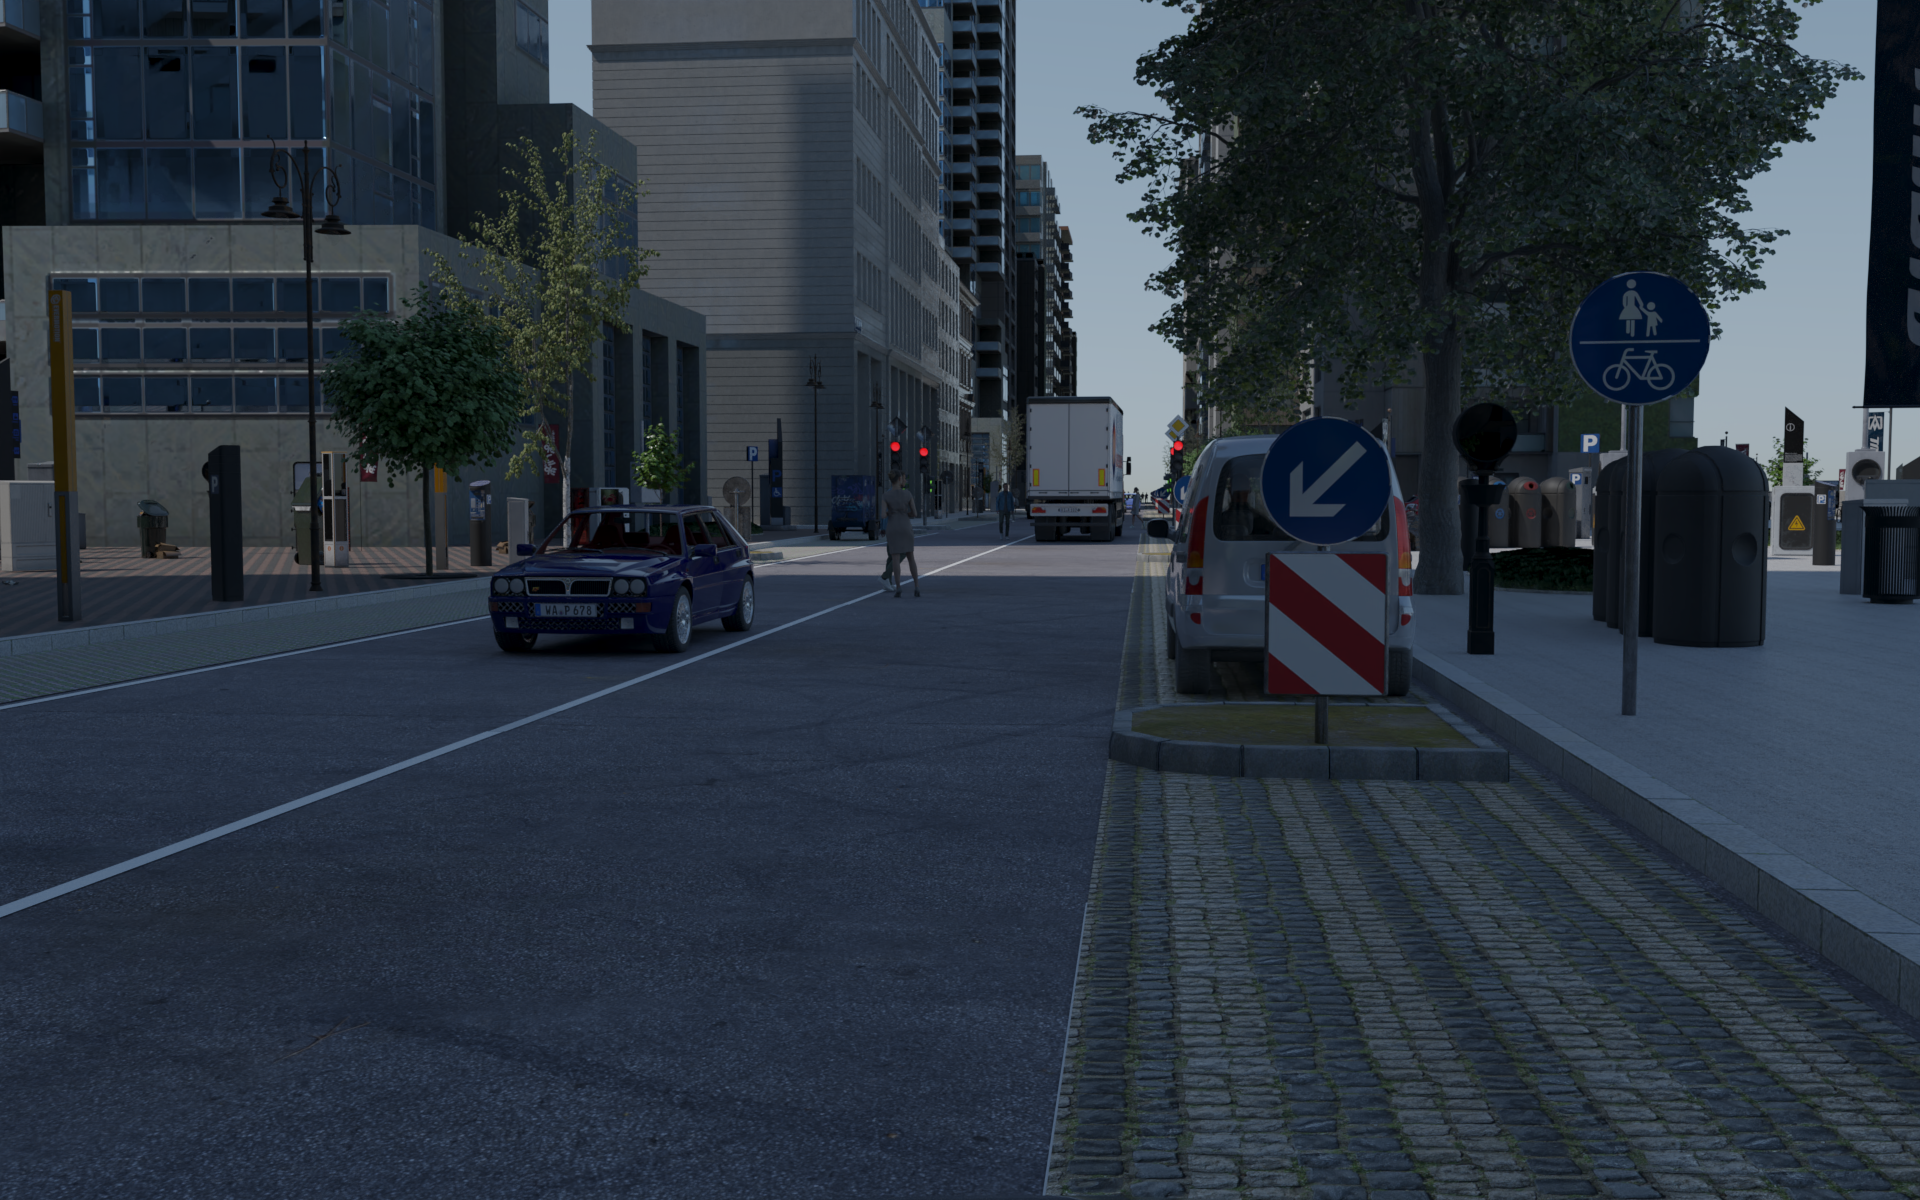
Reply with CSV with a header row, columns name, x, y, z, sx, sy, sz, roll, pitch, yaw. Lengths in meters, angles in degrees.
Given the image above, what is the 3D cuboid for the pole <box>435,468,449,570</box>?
name,x,y,z,sx,sy,sz,roll,pitch,yaw
pole,-8.773,-2.166,29.254,0.158,3.312,0.155,0,3,0

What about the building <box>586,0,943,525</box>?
name,x,y,z,sx,sy,sz,roll,pitch,yaw
building,-8.133,-18.861,85.865,11.434,29.767,29.804,0,4,6

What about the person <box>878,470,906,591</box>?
name,x,y,z,sx,sy,sz,roll,pitch,yaw
person,-1.002,-1.014,25.416,0.444,1.785,0.601,-1,4,-10

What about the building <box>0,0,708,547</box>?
name,x,y,z,sx,sy,sz,roll,pitch,yaw
building,-25.774,-45.152,50.908,31.000,86.520,22.319,0,4,6

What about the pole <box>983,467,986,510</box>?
name,x,y,z,sx,sy,sz,roll,pitch,yaw
pole,1.854,-8.488,132.619,0.158,3.312,0.155,0,3,0

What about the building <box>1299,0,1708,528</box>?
name,x,y,z,sx,sy,sz,roll,pitch,yaw
building,21.974,-23.781,72.421,14.086,41.232,14.154,0,4,6

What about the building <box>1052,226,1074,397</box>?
name,x,y,z,sx,sy,sz,roll,pitch,yaw
building,6.585,-37.955,275.184,22.147,44.769,28.867,0,4,6

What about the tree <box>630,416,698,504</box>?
name,x,y,z,sx,sy,sz,roll,pitch,yaw
tree,-7.252,-2.941,42.684,1.663,3.219,1.824,0,3,0

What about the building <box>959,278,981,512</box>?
name,x,y,z,sx,sy,sz,roll,pitch,yaw
building,-4.645,-16.072,127.410,10.561,19.102,19.286,0,4,6

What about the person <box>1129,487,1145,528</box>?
name,x,y,z,sx,sy,sz,roll,pitch,yaw
person,7.459,-3.903,73.059,0.760,1.731,0.466,-2,4,-35

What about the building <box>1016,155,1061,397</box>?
name,x,y,z,sx,sy,sz,roll,pitch,yaw
building,2.749,-38.292,245.689,23.786,49.044,30.456,0,4,6

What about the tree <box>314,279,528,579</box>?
name,x,y,z,sx,sy,sz,roll,pitch,yaw
tree,-8.214,-2.629,26.691,4.285,4.588,4.351,0,3,0

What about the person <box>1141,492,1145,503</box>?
name,x,y,z,sx,sy,sz,roll,pitch,yaw
person,28.921,-16.158,273.210,0.750,1.759,0.617,-3,5,-44

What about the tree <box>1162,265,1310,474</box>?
name,x,y,z,sx,sy,sz,roll,pitch,yaw
tree,9.239,-6.400,54.995,4.737,8.622,4.395,0,3,0

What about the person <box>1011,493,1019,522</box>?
name,x,y,z,sx,sy,sz,roll,pitch,yaw
person,2.712,-4.732,88.458,0.523,1.515,0.503,-3,5,-43

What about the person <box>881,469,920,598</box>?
name,x,y,z,sx,sy,sz,roll,pitch,yaw
person,-0.826,-0.929,24.035,0.599,1.781,0.374,-1,4,-15

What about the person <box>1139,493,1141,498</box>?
name,x,y,z,sx,sy,sz,roll,pitch,yaw
person,28.766,-16.539,278.935,0.705,1.821,1.348,3,5,39

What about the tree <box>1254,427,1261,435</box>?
name,x,y,z,sx,sy,sz,roll,pitch,yaw
tree,8.578,-3.394,50.099,1.663,3.219,1.824,0,3,0

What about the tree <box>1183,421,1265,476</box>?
name,x,y,z,sx,sy,sz,roll,pitch,yaw
tree,12.284,-5.680,76.583,4.285,4.588,4.351,0,3,0

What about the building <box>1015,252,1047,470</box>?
name,x,y,z,sx,sy,sz,roll,pitch,yaw
building,2.854,-26.507,205.091,14.160,30.474,14.107,0,4,6

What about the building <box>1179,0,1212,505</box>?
name,x,y,z,sx,sy,sz,roll,pitch,yaw
building,36.907,-54.269,199.964,22.319,86.520,31.000,0,4,6

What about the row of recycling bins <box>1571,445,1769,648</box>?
name,x,y,z,sx,sy,sz,roll,pitch,yaw
row of recycling bins,6.588,-0.550,16.104,1.069,1.692,3.534,1,4,10

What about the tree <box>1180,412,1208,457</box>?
name,x,y,z,sx,sy,sz,roll,pitch,yaw
tree,20.985,-12.455,153.999,4.360,8.622,3.978,0,3,0

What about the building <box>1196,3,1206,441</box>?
name,x,y,z,sx,sy,sz,roll,pitch,yaw
building,41.050,-48.924,238.164,20.563,71.187,20.611,0,4,6

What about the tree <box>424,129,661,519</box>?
name,x,y,z,sx,sy,sz,roll,pitch,yaw
tree,-8.098,-5.144,34.466,4.737,8.622,4.395,0,3,0

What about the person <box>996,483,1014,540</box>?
name,x,y,z,sx,sy,sz,roll,pitch,yaw
person,1.409,-2.776,54.235,0.601,1.785,0.444,0,4,-5

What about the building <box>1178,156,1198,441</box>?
name,x,y,z,sx,sy,sz,roll,pitch,yaw
building,47.588,-41.174,262.431,28.713,52.752,27.495,0,4,6

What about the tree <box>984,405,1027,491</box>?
name,x,y,z,sx,sy,sz,roll,pitch,yaw
tree,3.984,-11.795,143.212,4.360,8.622,3.978,0,3,0

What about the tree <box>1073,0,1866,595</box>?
name,x,y,z,sx,sy,sz,roll,pitch,yaw
tree,6.275,-7.048,21.898,9.857,13.997,8.962,0,3,0

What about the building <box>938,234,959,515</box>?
name,x,y,z,sx,sy,sz,roll,pitch,yaw
building,-6.112,-15.572,109.359,10.420,20.320,16.860,0,4,6

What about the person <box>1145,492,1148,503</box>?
name,x,y,z,sx,sy,sz,roll,pitch,yaw
person,28.644,-15.685,265.864,0.541,1.710,0.530,1,4,20

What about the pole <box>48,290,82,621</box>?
name,x,y,z,sx,sy,sz,roll,pitch,yaw
pole,-9.022,-1.444,17.457,0.158,3.312,0.155,0,3,0

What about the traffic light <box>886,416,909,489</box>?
name,x,y,z,sx,sy,sz,roll,pitch,yaw
traffic light,-2.265,-4.489,62.321,0.839,4.253,0.868,0,4,6

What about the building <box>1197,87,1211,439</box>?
name,x,y,z,sx,sy,sz,roll,pitch,yaw
building,34.908,-33.692,170.475,23.786,49.044,30.456,0,4,6

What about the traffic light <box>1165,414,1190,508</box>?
name,x,y,z,sx,sy,sz,roll,pitch,yaw
traffic light,7.690,-4.425,61.269,0.839,4.253,0.868,0,4,6

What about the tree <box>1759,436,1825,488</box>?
name,x,y,z,sx,sy,sz,roll,pitch,yaw
tree,23.810,-3.372,49.732,1.663,3.219,1.824,0,3,0

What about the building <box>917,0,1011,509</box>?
name,x,y,z,sx,sy,sz,roll,pitch,yaw
building,-5.946,-51.849,160.397,22.319,86.520,31.000,0,4,6

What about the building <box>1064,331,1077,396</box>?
name,x,y,z,sx,sy,sz,roll,pitch,yaw
building,12.750,-32.104,296.593,14.160,30.474,14.107,0,4,6

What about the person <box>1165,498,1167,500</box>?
name,x,y,z,sx,sy,sz,roll,pitch,yaw
person,14.726,-7.057,124.158,0.850,1.792,0.678,0,4,2

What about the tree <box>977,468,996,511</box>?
name,x,y,z,sx,sy,sz,roll,pitch,yaw
tree,2.003,-8.280,129.983,1.663,3.219,1.824,0,3,0

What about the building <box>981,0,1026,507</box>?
name,x,y,z,sx,sy,sz,roll,pitch,yaw
building,-2.319,-45.757,186.382,20.563,71.187,20.611,0,4,6

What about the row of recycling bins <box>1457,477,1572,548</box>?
name,x,y,z,sx,sy,sz,roll,pitch,yaw
row of recycling bins,13.027,-2.090,41.279,3.534,1.692,1.069,-1,4,-17

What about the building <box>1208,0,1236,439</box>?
name,x,y,z,sx,sy,sz,roll,pitch,yaw
building,29.068,-35.808,127.467,21.231,58.520,28.212,0,4,6

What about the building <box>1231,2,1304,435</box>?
name,x,y,z,sx,sy,sz,roll,pitch,yaw
building,22.707,-20.063,99.732,14.160,30.474,14.107,0,4,6
